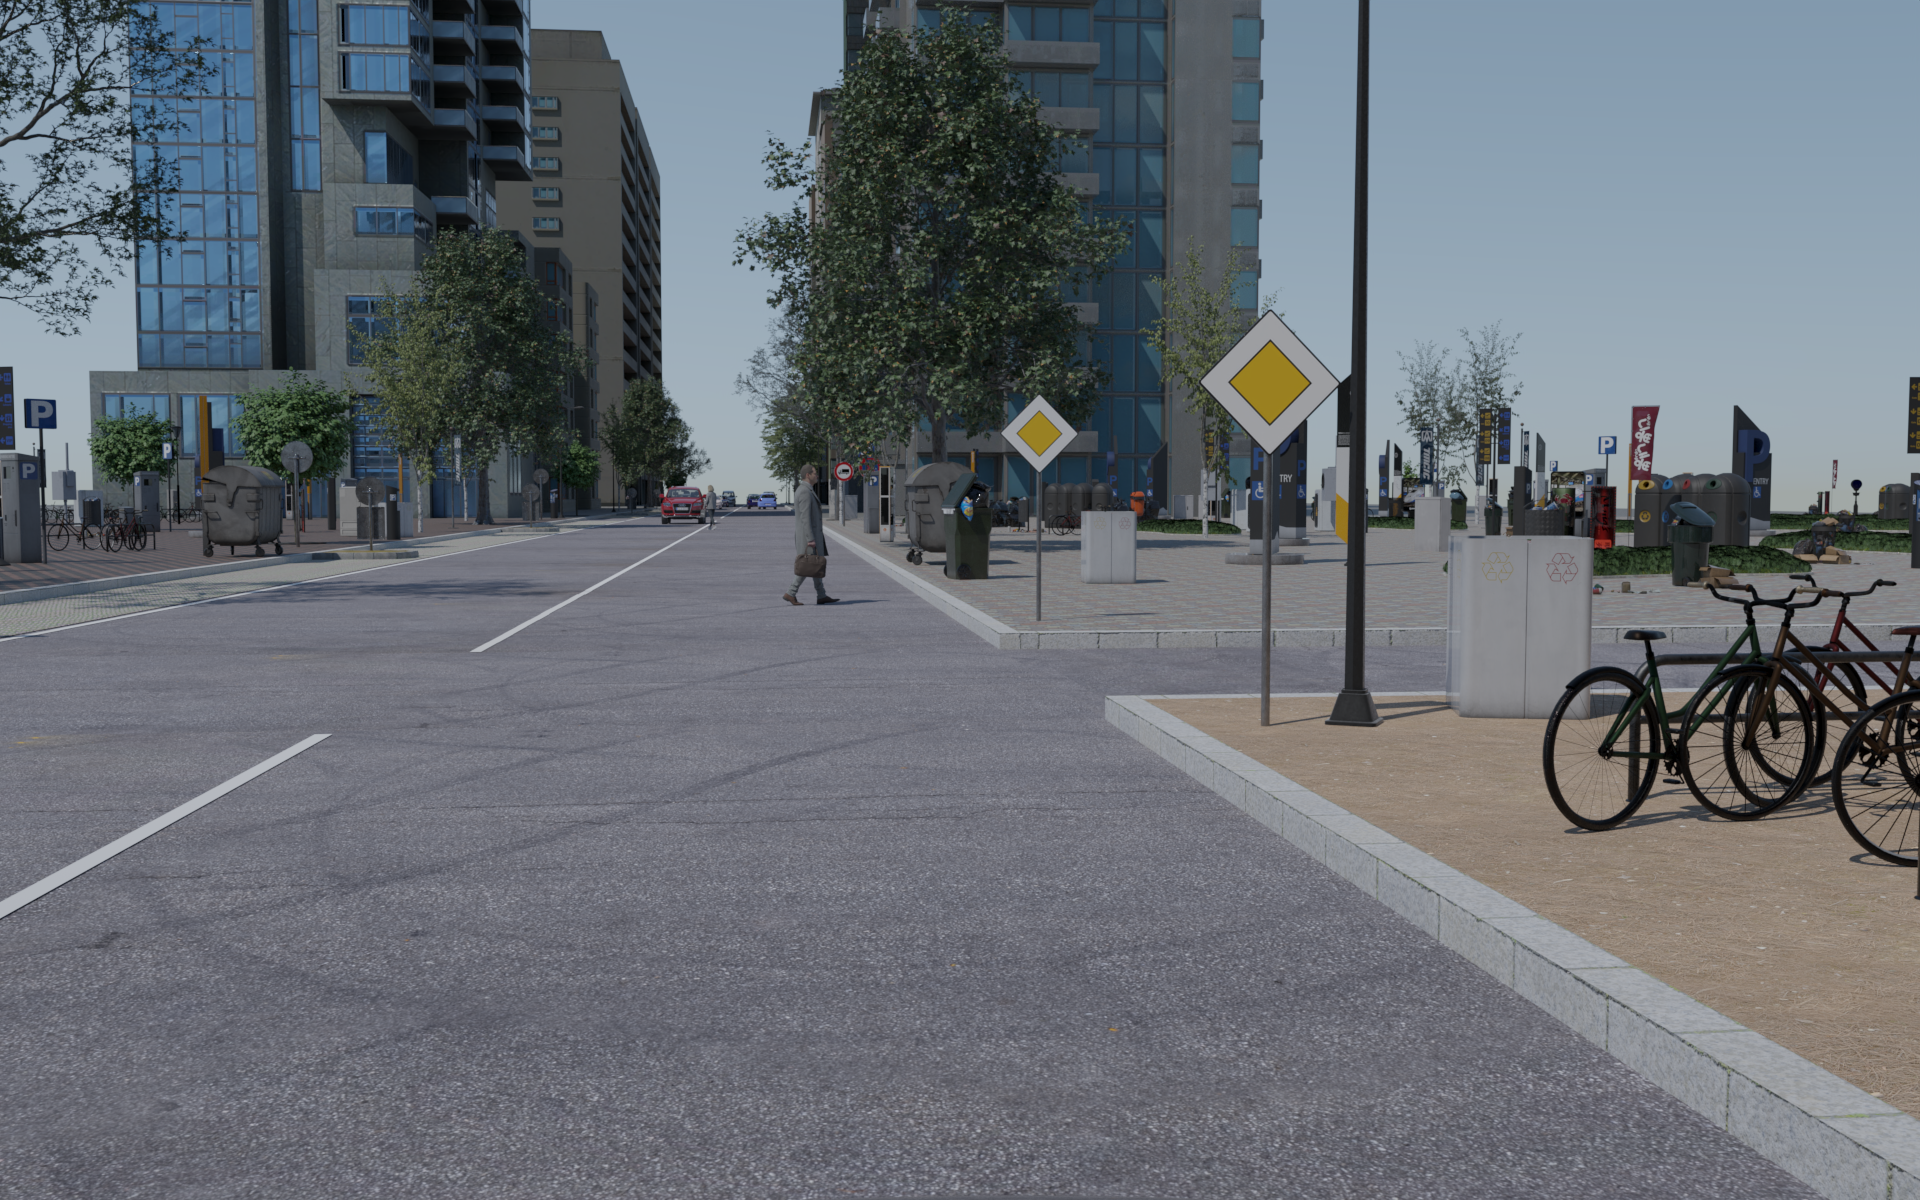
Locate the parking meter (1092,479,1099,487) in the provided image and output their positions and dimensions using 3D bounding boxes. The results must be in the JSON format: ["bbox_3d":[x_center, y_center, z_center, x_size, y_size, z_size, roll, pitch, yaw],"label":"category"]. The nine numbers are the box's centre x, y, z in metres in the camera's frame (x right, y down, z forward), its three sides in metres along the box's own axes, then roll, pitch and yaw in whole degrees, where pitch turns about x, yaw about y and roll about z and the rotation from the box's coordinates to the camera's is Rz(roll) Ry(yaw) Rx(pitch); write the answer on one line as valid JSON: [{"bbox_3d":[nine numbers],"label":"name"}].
[{"bbox_3d":[5.331,-3.824,68.237,0.255,1.863,0.399,0,4,1],"label":"parking meter"}]

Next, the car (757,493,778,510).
[{"bbox_3d":[-17.854,-9.224,160.395,1.945,1.707,3.694,0,4,-8],"label":"car"}]

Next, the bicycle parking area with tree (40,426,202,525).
[{"bbox_3d":[-35.013,-5.386,75.057,9.016,4.147,8.231,-2,4,-30],"label":"bicycle parking area with tree"}]

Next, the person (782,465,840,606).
[{"bbox_3d":[-1.920,-0.841,22.355,0.767,1.812,0.694,-1,4,-9],"label":"person"}]

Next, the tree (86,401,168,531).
[{"bbox_3d":[-29.225,-4.751,61.385,4.285,4.588,4.351,0,3,0],"label":"tree"}]

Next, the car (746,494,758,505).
[{"bbox_3d":[-27.089,-13.363,227.287,1.959,1.807,4.718,0,4,-5],"label":"car"}]

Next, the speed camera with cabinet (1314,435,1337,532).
[{"bbox_3d":[12.549,-3.962,59.107,0.660,3.252,2.038,0,4,3],"label":"speed camera with cabinet"}]

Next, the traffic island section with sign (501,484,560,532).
[{"bbox_3d":[-16.183,-3.469,65.344,1.989,1.847,2.006,0,4,-6],"label":"traffic island section with sign"}]

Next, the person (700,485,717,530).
[{"bbox_3d":[-9.973,-3.693,69.065,0.728,1.800,0.709,3,5,44],"label":"person"}]

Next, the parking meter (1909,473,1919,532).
[{"bbox_3d":[26.079,-2.534,47.150,0.399,1.863,0.255,-2,4,-26],"label":"parking meter"}]

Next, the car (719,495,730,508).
[{"bbox_3d":[-25.567,-10.542,184.946,1.945,1.354,3.894,0,4,-7],"label":"car"}]

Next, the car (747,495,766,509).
[{"bbox_3d":[-19.343,-9.315,164.873,1.945,1.354,3.894,0,4,-5],"label":"car"}]

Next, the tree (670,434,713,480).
[{"bbox_3d":[-39.129,-19.067,246.160,8.767,10.594,7.601,0,4,-3],"label":"tree"}]

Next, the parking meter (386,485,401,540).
[{"bbox_3d":[-15.879,-2.453,48.520,0.372,1.533,0.369,0,3,0],"label":"parking meter"}]

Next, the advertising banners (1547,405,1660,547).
[{"bbox_3d":[12.815,-2.346,34.552,2.074,3.025,0.090,1,4,22],"label":"advertising banners"}]

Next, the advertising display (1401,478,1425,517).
[{"bbox_3d":[17.840,-3.852,68.201,0.974,1.923,0.123,-1,4,-15],"label":"advertising display"}]

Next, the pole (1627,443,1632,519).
[{"bbox_3d":[26.991,-4.643,69.754,0.158,3.312,0.155,0,3,0],"label":"pole"}]

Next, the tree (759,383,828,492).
[{"bbox_3d":[-16.762,-15.740,175.477,7.486,12.596,7.792,0,3,0],"label":"tree"}]

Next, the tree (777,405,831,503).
[{"bbox_3d":[-10.670,-10.484,121.779,4.737,8.622,4.395,0,3,0],"label":"tree"}]

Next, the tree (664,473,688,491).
[{"bbox_3d":[-35.289,-14.105,214.329,4.285,4.588,4.351,0,3,0],"label":"tree"}]

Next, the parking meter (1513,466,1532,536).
[{"bbox_3d":[11.751,-1.864,36.183,0.255,1.863,0.399,3,5,43],"label":"parking meter"}]

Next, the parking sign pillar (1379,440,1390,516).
[{"bbox_3d":[20.865,-5.915,85.182,1.447,3.967,1.447,1,4,18],"label":"parking sign pillar"}]

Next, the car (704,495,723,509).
[{"bbox_3d":[-23.308,-9.202,162.806,2.083,1.381,4.827,0,4,-7],"label":"car"}]

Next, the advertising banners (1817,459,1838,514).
[{"bbox_3d":[44.344,-5.649,88.555,0.090,3.025,2.074,0,4,2],"label":"advertising banners"}]

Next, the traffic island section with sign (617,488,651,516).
[{"bbox_3d":[-21.794,-6.523,115.281,1.989,1.847,2.006,0,4,-6],"label":"traffic island section with sign"}]

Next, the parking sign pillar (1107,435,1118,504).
[{"bbox_3d":[6.968,-5.540,79.050,1.447,3.967,1.447,0,4,3],"label":"parking sign pillar"}]

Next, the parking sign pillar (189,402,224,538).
[{"bbox_3d":[-22.123,-3.844,51.325,1.447,3.967,1.447,-2,4,-28],"label":"parking sign pillar"}]

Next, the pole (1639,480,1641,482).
[{"bbox_3d":[24.541,-4.193,62.399,0.158,3.312,0.155,0,3,0],"label":"pole"}]

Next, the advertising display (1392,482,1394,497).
[{"bbox_3d":[23.479,-5.381,93.189,0.123,1.923,0.974,3,4,36],"label":"advertising display"}]

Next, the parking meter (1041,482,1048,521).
[{"bbox_3d":[4.228,-4.976,87.069,0.399,1.863,0.255,-3,5,-44],"label":"parking meter"}]

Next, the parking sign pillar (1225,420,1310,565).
[{"bbox_3d":[5.615,-2.652,31.827,1.447,3.967,1.447,1,4,16],"label":"parking sign pillar"}]

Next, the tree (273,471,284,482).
[{"bbox_3d":[-27.802,-4.578,69.449,1.663,3.219,1.824,0,3,0],"label":"tree"}]

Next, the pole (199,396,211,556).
[{"bbox_3d":[-15.678,-2.576,35.967,0.158,3.312,0.155,0,3,0],"label":"pole"}]

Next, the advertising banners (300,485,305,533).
[{"bbox_3d":[-21.931,-3.769,57.806,0.090,3.025,2.074,-2,4,-24],"label":"advertising banners"}]

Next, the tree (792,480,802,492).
[{"bbox_3d":[-18.301,-12.356,196.618,1.663,3.219,1.824,0,3,0],"label":"tree"}]

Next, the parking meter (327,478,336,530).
[{"bbox_3d":[-22.422,-3.429,61.782,0.255,1.863,0.399,-2,4,-26],"label":"parking meter"}]

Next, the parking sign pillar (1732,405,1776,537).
[{"bbox_3d":[24.098,-3.929,52.710,1.447,3.967,1.447,-2,4,-28],"label":"parking sign pillar"}]

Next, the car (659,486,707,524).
[{"bbox_3d":[-13.361,-4.599,83.872,2.281,1.827,5.304,0,4,-7],"label":"car"}]

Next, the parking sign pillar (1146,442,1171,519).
[{"bbox_3d":[10.075,-6.122,88.560,1.447,3.967,1.447,3,5,41],"label":"parking sign pillar"}]

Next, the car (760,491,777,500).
[{"bbox_3d":[-25.827,-13.776,233.915,2.281,1.827,5.304,0,4,-7],"label":"car"}]

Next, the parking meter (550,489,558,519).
[{"bbox_3d":[-21.305,-5.045,90.900,0.372,1.533,0.369,0,3,0],"label":"parking meter"}]

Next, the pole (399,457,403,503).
[{"bbox_3d":[-28.638,-5.804,88.746,0.158,3.312,0.155,0,3,0],"label":"pole"}]

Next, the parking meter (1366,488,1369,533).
[{"bbox_3d":[13.247,-2.973,57.012,0.372,1.533,0.369,0,3,0],"label":"parking meter"}]

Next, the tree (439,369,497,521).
[{"bbox_3d":[-23.455,-8.040,81.816,4.360,8.622,3.978,0,3,0],"label":"tree"}]

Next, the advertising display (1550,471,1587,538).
[{"bbox_3d":[17.050,-2.653,48.591,0.974,1.923,0.123,3,4,39],"label":"advertising display"}]

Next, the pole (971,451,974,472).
[{"bbox_3d":[0.610,-5.451,82.969,0.158,3.312,0.155,0,3,0],"label":"pole"}]

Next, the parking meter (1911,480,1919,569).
[{"bbox_3d":[16.623,-1.311,29.846,0.372,1.533,0.369,0,3,0],"label":"parking meter"}]

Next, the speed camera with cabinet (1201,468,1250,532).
[{"bbox_3d":[9.629,-4.119,61.685,2.038,3.252,0.660,1,4,13],"label":"speed camera with cabinet"}]

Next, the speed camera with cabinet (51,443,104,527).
[{"bbox_3d":[-34.288,-4.462,67.292,0.660,3.252,2.038,1,4,16],"label":"speed camera with cabinet"}]

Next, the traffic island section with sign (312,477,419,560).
[{"bbox_3d":[-13.177,-1.830,38.556,1.989,1.847,2.006,0,4,-6],"label":"traffic island section with sign"}]

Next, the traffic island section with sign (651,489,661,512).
[{"bbox_3d":[-24.813,-8.161,142.067,1.989,1.847,2.006,0,4,-6],"label":"traffic island section with sign"}]

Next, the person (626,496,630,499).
[{"bbox_3d":[-32.706,-9.962,171.244,0.599,1.838,0.709,3,5,44],"label":"person"}]

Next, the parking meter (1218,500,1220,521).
[{"bbox_3d":[10.137,-3.696,68.840,0.372,1.533,0.369,0,3,0],"label":"parking meter"}]

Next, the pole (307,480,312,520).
[{"bbox_3d":[-32.527,-5.672,86.584,0.158,3.312,0.155,0,3,0],"label":"pole"}]
